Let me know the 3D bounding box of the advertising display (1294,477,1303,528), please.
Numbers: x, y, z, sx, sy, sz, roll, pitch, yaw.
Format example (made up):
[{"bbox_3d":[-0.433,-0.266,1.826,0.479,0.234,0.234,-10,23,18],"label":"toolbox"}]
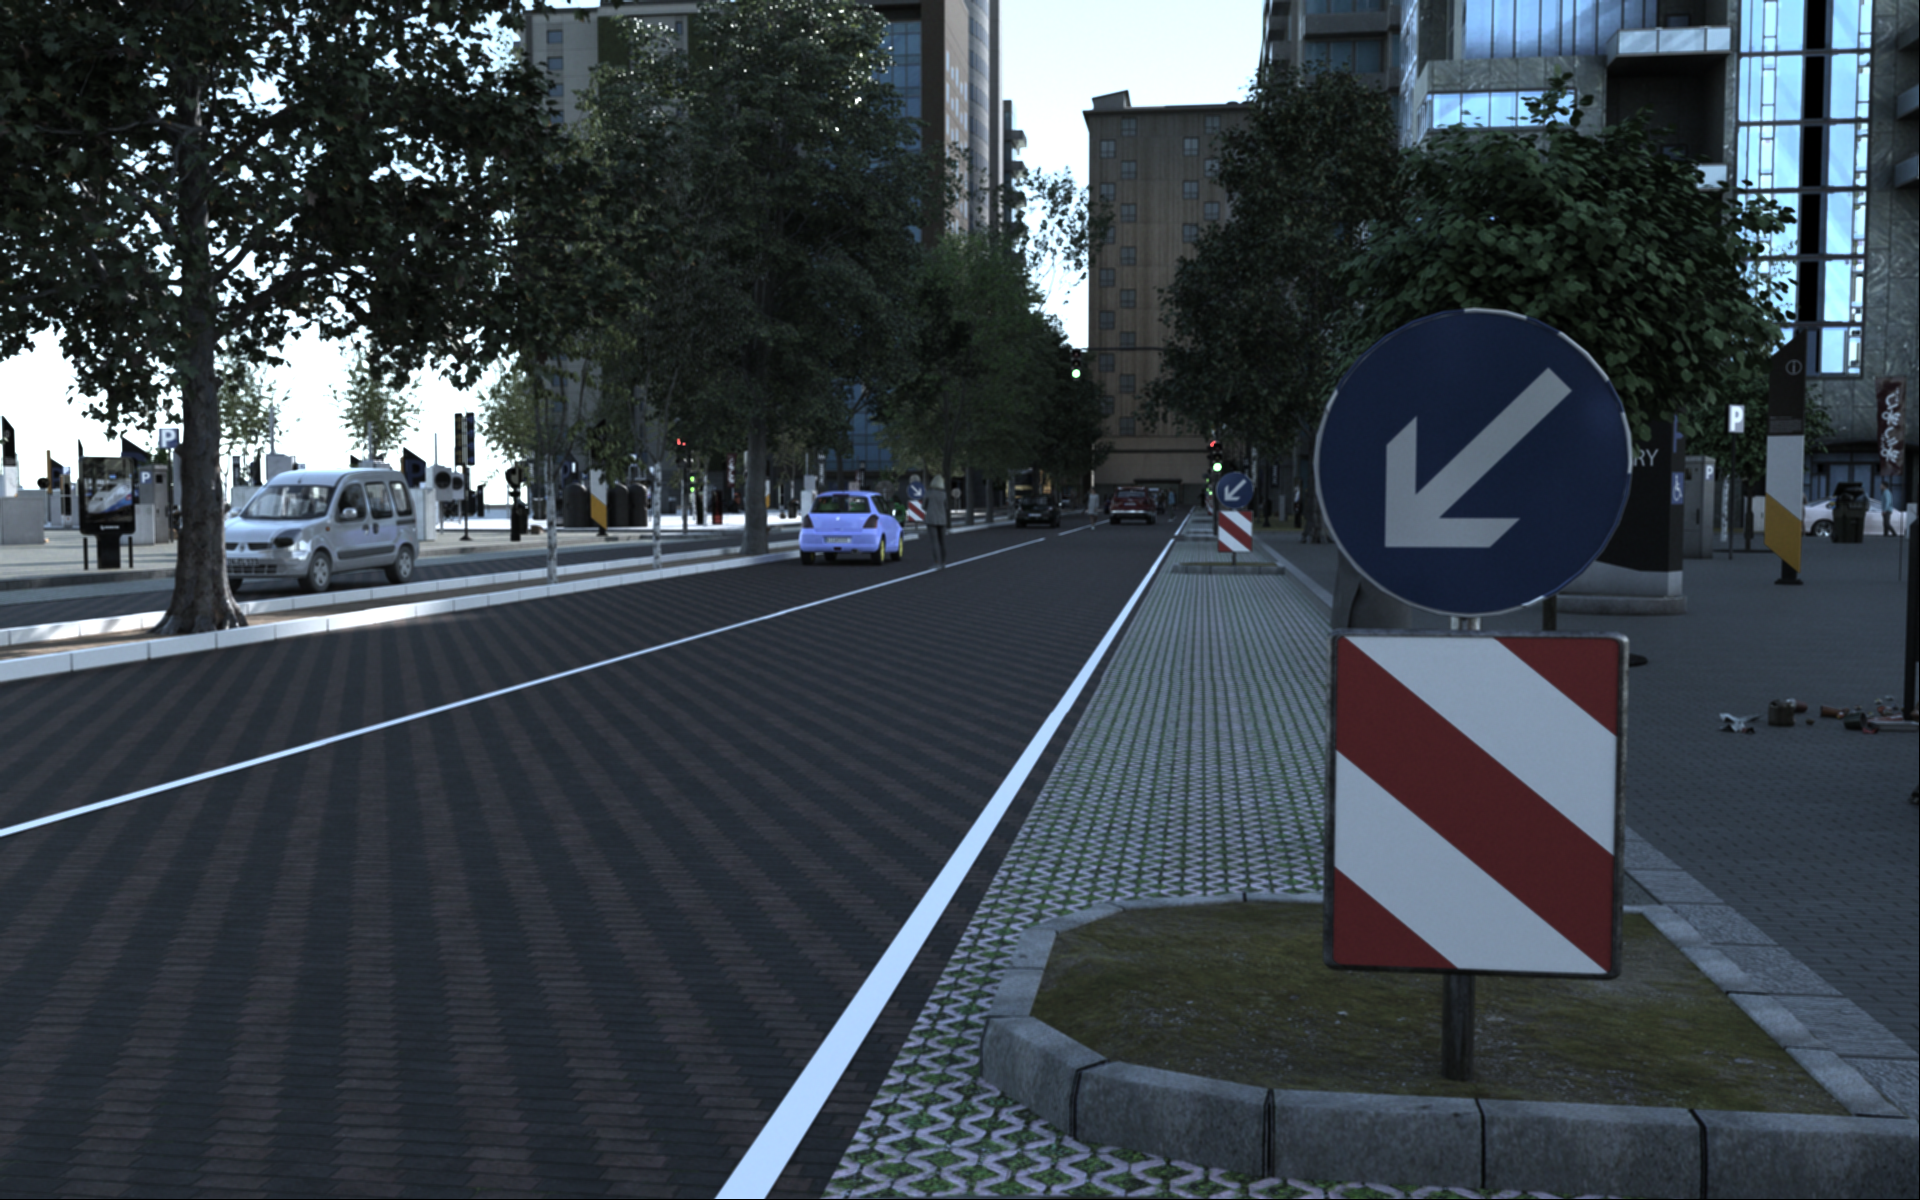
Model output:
[{"bbox_3d":[12.770,-3.682,65.419,0.123,1.923,0.974,0,4,-2],"label":"advertising display"}]

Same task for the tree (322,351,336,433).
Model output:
[{"bbox_3d":[-23.416,-7.257,69.016,4.737,8.622,4.395,0,3,0],"label":"tree"}]

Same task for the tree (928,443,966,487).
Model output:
[{"bbox_3d":[-0.879,-11.313,135.328,4.360,8.622,3.978,0,3,0],"label":"tree"}]

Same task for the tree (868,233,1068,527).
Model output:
[{"bbox_3d":[0.365,-9.434,74.829,7.486,12.596,7.792,0,3,0],"label":"tree"}]

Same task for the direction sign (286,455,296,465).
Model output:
[{"bbox_3d":[-38.876,-6.636,100.497,0.379,3.537,0.876,2,4,35],"label":"direction sign"}]

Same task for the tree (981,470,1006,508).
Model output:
[{"bbox_3d":[3.613,-10.735,159.232,4.285,4.588,4.351,0,3,0],"label":"tree"}]

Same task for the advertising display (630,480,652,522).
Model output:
[{"bbox_3d":[-14.698,-4.558,79.735,0.974,1.923,0.123,0,4,-8],"label":"advertising display"}]

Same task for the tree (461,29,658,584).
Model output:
[{"bbox_3d":[-6.435,-4.529,26.869,4.737,8.622,4.395,0,3,0],"label":"tree"}]

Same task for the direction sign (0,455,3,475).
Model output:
[{"bbox_3d":[-55.586,-6.646,100.660,0.876,3.537,0.379,-1,4,-17],"label":"direction sign"}]

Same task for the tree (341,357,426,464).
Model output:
[{"bbox_3d":[-29.928,-8.499,89.314,4.360,8.622,3.978,0,3,0],"label":"tree"}]

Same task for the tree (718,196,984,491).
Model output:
[{"bbox_3d":[-3.357,-6.957,50.624,8.767,10.594,7.601,0,4,8],"label":"tree"}]

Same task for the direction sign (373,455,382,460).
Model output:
[{"bbox_3d":[-33.446,-6.573,99.472,0.379,3.537,0.876,2,4,32],"label":"direction sign"}]

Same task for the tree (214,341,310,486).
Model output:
[{"bbox_3d":[-31.910,-7.829,78.360,4.360,8.622,3.978,0,3,0],"label":"tree"}]

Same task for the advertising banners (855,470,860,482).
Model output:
[{"bbox_3d":[-8.069,-7.904,125.417,2.074,3.025,0.090,1,4,17],"label":"advertising banners"}]

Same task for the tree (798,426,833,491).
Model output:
[{"bbox_3d":[-12.061,-11.414,136.983,4.737,8.622,4.395,0,3,0],"label":"tree"}]

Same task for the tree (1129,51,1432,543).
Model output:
[{"bbox_3d":[9.241,-7.844,45.256,9.611,12.733,9.660,0,3,0],"label":"tree"}]

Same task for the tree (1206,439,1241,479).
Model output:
[{"bbox_3d":[30.777,-15.367,201.615,4.360,8.622,3.978,0,3,0],"label":"tree"}]

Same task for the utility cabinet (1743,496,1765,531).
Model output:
[{"bbox_3d":[27.459,-2.973,59.771,1.020,1.237,0.306,-3,4,-36],"label":"utility cabinet"}]

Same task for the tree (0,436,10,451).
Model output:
[{"bbox_3d":[-15.995,-1.973,26.861,1.663,3.219,1.824,0,3,0],"label":"tree"}]

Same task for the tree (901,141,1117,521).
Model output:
[{"bbox_3d":[1.673,-14.370,93.295,12.611,20.169,13.585,0,3,0],"label":"tree"}]

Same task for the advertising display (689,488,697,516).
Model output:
[{"bbox_3d":[-15.935,-5.999,103.304,0.123,1.923,0.974,-2,4,-29],"label":"advertising display"}]

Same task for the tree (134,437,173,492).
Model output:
[{"bbox_3d":[-24.035,-3.528,52.279,1.663,3.219,1.824,0,3,0],"label":"tree"}]

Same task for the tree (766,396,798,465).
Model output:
[{"bbox_3d":[-12.799,-9.611,107.506,4.737,8.622,4.395,0,3,0],"label":"tree"}]

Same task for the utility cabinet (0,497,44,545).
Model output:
[{"bbox_3d":[-23.841,-2.005,43.947,0.306,1.237,1.020,3,5,40],"label":"utility cabinet"}]

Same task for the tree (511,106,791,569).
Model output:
[{"bbox_3d":[-5.763,-4.907,33.041,4.360,8.622,3.978,0,3,0],"label":"tree"}]

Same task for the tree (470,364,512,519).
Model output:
[{"bbox_3d":[-23.592,-8.549,90.136,4.360,8.622,3.978,0,3,0],"label":"tree"}]

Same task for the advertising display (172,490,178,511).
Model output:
[{"bbox_3d":[-50.131,-6.446,110.608,0.123,1.923,0.974,0,4,-6],"label":"advertising display"}]

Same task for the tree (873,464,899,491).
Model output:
[{"bbox_3d":[-4.698,-6.942,108.106,1.663,3.219,1.824,0,3,0],"label":"tree"}]

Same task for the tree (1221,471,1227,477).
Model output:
[{"bbox_3d":[6.478,-2.471,24.109,4.285,4.588,4.351,0,3,0],"label":"tree"}]

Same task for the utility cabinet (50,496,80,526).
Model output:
[{"bbox_3d":[-35.556,-3.527,68.831,1.020,1.237,0.306,-1,4,-18],"label":"utility cabinet"}]

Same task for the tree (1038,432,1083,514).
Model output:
[{"bbox_3d":[7.253,-10.491,124.350,4.737,8.622,4.395,0,3,0],"label":"tree"}]

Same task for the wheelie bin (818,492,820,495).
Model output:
[{"bbox_3d":[-10.128,-6.875,120.320,0.980,1.594,0.693,2,4,28],"label":"wheelie bin"}]

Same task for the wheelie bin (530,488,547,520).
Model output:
[{"bbox_3d":[-20.891,-4.786,86.165,0.980,1.594,0.693,0,4,6],"label":"wheelie bin"}]

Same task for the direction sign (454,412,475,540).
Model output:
[{"bbox_3d":[-13.742,-3.432,48.112,0.876,3.537,0.379,3,4,38],"label":"direction sign"}]

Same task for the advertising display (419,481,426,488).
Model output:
[{"bbox_3d":[-26.566,-4.978,86.611,0.974,1.923,0.123,0,4,2],"label":"advertising display"}]

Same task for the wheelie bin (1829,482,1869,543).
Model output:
[{"bbox_3d":[23.398,-2.300,45.508,0.980,1.594,0.693,0,4,-2],"label":"wheelie bin"}]

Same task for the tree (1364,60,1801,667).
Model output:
[{"bbox_3d":[4.558,-1.815,13.388,4.285,4.588,4.351,0,3,0],"label":"tree"}]

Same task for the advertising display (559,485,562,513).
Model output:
[{"bbox_3d":[-26.474,-6.806,116.484,0.974,1.923,0.123,0,4,-5],"label":"advertising display"}]

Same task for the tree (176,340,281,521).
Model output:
[{"bbox_3d":[-30.072,-7.373,70.913,4.737,8.622,4.395,0,3,0],"label":"tree"}]

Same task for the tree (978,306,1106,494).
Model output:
[{"bbox_3d":[4.573,-11.312,104.417,9.611,12.733,9.660,0,3,0],"label":"tree"}]

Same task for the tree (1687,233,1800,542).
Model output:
[{"bbox_3d":[20.602,-5.895,46.746,4.737,8.622,4.395,0,3,0],"label":"tree"}]

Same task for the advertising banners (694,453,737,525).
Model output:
[{"bbox_3d":[-10.279,-4.703,73.086,2.074,3.025,0.090,-3,4,-38],"label":"advertising banners"}]

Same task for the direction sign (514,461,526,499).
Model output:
[{"bbox_3d":[-29.954,-7.708,118.021,0.876,3.537,0.379,0,4,5],"label":"direction sign"}]

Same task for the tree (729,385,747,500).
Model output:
[{"bbox_3d":[-13.020,-8.141,83.473,4.737,8.622,4.395,0,3,0],"label":"tree"}]

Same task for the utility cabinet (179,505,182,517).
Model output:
[{"bbox_3d":[-43.427,-5.282,97.524,1.020,1.237,0.306,-3,5,-41],"label":"utility cabinet"}]

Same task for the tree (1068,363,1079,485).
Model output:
[{"bbox_3d":[1.351,-9.893,82.336,7.486,12.596,7.792,0,3,0],"label":"tree"}]

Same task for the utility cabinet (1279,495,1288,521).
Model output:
[{"bbox_3d":[15.431,-4.366,82.544,0.306,1.237,1.020,1,4,19],"label":"utility cabinet"}]

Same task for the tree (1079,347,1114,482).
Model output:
[{"bbox_3d":[6.574,-12.078,118.065,7.486,12.596,7.792,0,3,0],"label":"tree"}]

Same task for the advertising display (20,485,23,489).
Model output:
[{"bbox_3d":[-68.756,-7.420,126.528,0.123,1.923,0.974,0,4,5],"label":"advertising display"}]

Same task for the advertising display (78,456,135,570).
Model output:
[{"bbox_3d":[-14.619,-1.498,29.699,0.123,1.923,0.974,2,4,29],"label":"advertising display"}]

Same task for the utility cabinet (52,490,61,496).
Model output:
[{"bbox_3d":[-45.009,-4.741,86.199,1.173,1.500,0.318,2,4,29],"label":"utility cabinet"}]

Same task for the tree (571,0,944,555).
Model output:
[{"bbox_3d":[-4.818,-8.025,40.324,9.857,13.997,8.962,0,3,0],"label":"tree"}]

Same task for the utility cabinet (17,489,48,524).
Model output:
[{"bbox_3d":[-38.764,-3.890,72.273,1.173,1.500,0.318,-1,4,-22],"label":"utility cabinet"}]

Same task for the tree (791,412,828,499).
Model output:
[{"bbox_3d":[-9.770,-9.050,98.332,4.360,8.622,3.978,0,3,0],"label":"tree"}]

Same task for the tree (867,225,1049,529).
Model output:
[{"bbox_3d":[-0.428,-8.433,66.092,9.928,11.665,9.643,0,3,0],"label":"tree"}]

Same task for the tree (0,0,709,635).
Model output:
[{"bbox_3d":[-7.842,-6.010,17.735,9.611,12.733,9.660,0,3,0],"label":"tree"}]

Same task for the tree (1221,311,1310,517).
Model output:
[{"bbox_3d":[16.281,-10.411,95.973,9.928,11.665,9.643,0,3,0],"label":"tree"}]

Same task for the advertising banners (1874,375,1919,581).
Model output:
[{"bbox_3d":[14.113,-1.765,25.039,0.090,3.025,2.074,-2,4,-25],"label":"advertising banners"}]

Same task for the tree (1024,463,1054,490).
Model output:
[{"bbox_3d":[9.251,-15.237,199.493,4.360,8.622,3.978,0,3,0],"label":"tree"}]
